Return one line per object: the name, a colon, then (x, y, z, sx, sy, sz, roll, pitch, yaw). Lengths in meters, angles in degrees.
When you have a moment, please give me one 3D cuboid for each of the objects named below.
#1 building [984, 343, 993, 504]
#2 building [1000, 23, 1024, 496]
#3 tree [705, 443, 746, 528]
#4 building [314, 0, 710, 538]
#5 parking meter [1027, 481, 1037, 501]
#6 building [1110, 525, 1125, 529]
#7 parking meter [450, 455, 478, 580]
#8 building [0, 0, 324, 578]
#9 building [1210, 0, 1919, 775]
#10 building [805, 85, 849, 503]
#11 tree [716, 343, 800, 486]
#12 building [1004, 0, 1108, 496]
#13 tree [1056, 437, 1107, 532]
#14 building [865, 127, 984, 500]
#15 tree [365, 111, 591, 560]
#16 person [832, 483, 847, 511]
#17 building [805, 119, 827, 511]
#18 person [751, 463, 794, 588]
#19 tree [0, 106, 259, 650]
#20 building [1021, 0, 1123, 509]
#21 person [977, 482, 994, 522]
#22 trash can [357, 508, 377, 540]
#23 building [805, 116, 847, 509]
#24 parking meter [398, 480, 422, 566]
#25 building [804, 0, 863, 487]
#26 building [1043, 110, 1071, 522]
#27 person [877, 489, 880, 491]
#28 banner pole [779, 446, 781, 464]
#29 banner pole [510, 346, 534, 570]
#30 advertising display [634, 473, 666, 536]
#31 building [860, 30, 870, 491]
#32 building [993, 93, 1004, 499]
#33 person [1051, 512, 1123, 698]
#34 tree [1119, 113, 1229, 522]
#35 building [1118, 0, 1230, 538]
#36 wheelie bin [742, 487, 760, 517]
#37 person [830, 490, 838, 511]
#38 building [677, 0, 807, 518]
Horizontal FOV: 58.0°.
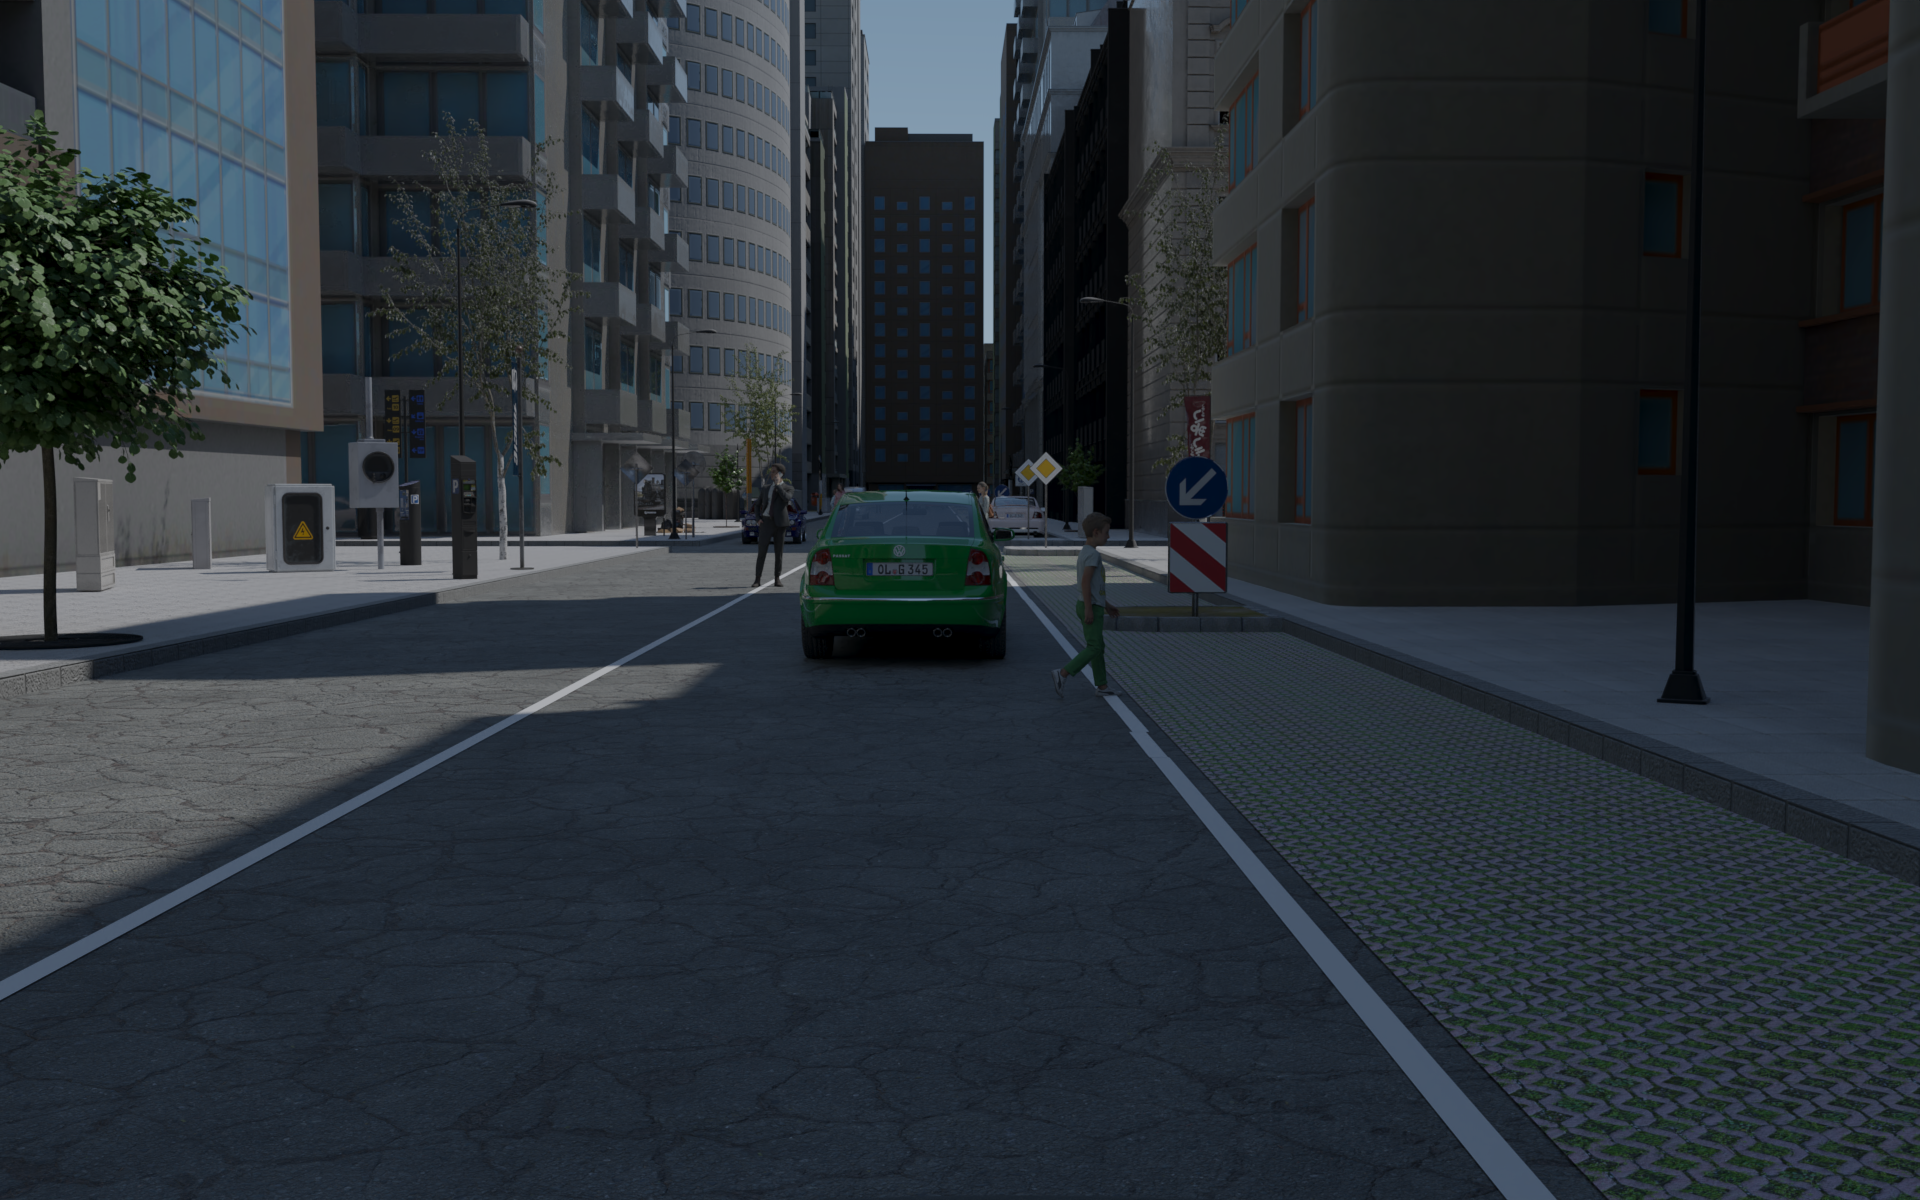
building: (17.518, -23.114, 222.953, 28.899, 21.520, 27.650, 0, 4, -1)
building: (10.959, -31.383, 163.229, 14.600, 45.320, 14.200, 0, 4, -1)
tree: (-8.808, -4.381, 66.228, 1.663, 3.219, 1.824, 0, 3, 0)
building: (-22.328, -27.135, 63.272, 23.786, 49.044, 30.456, 0, 4, -1)
parking meter: (3.141, -4.292, 75.883, 0.399, 1.863, 0.255, 1, 4, 16)
building: (11.340, -14.700, 70.024, 12.332, 23.373, 15.834, 0, 4, -1)
parking meter: (-7.473, -1.248, 26.113, 0.255, 1.863, 0.399, -3, 5, -42)
building: (-21.462, -23.304, 31.127, 14.200, 45.320, 14.600, 0, 4, -1)
building: (18.133, -10.318, 13.736, 27.650, 21.520, 28.899, 0, 4, -1)
building: (-18.263, -29.673, 168.741, 14.154, 41.232, 14.086, 0, 4, -1)
tree: (-9.569, -8.144, 83.515, 4.737, 8.622, 4.395, 0, 3, 0)
building: (15.773, -31.883, 140.887, 23.786, 49.044, 30.456, 0, 4, -1)
tree: (3.918, -3.926, 58.788, 1.663, 3.219, 1.824, 0, 3, 0)
building: (-4.321, -34.532, 214.707, 14.200, 45.320, 14.600, 0, 4, -1)
tree: (-8.997, -5.078, 33.395, 4.360, 8.622, 3.978, 0, 3, 0)
person: (-4.287, -3.265, 61.888, 0.555, 1.821, 0.388, 0, 4, 4)
building: (-17.657, -21.979, 131.056, 14.160, 30.474, 14.107, 0, 4, -1)
person: (-2.884, -1.152, 26.703, 0.648, 1.900, 0.474, 0, 4, 1)
tree: (-7.784, -1.896, 14.717, 4.285, 4.588, 4.351, 0, 3, 0)
building: (10.120, -20.271, 108.916, 11.434, 29.767, 29.804, 0, 4, -1)
person: (0.500, -1.778, 38.571, 0.522, 1.701, 0.512, -1, 4, -21)
trash can: (-16.713, -2.281, 48.946, 0.748, 1.137, 0.748, 0, 3, 0)
building: (-26.273, -27.999, 149.668, 32.217, 40.220, 23.993, 0, 4, -1)
parking meter: (-9.908, -1.394, 31.207, 0.372, 1.533, 0.369, 0, 3, 0)
building: (-21.407, -45.838, 187.709, 20.611, 71.187, 20.563, 0, 4, -1)
building: (10.786, -15.698, 86.340, 12.332, 23.373, 15.834, 0, 4, -1)
person: (-6.083, -7.373, 129.146, 1.348, 1.812, 0.705, 0, 4, 1)
banner pole: (-9.190, -6.030, 88.605, 0.401, 3.779, 0.863, -1, 4, -10)
banner pole: (-7.434, -2.391, 29.109, 0.401, 3.779, 0.863, 0, 4, -3)
advertising display: (-9.543, -2.941, 53.302, 0.974, 1.923, 0.123, 0, 4, 1)
building: (-25.585, -41.398, 218.848, 28.212, 58.520, 21.231, 0, 4, -1)
building: (10.993, -30.214, 177.586, 14.154, 41.232, 14.086, 0, 4, -1)
person: (0.890, 0.037, 12.151, 0.590, 1.304, 0.306, -2, 4, -25)
tree: (5.017, -5.148, 34.526, 4.360, 8.622, 3.978, 0, 3, 0)
building: (18.070, -15.780, 55.272, 25.104, 27.353, 12.463, 0, 4, -1)
wheelie bin: (-9.775, -4.484, 81.229, 0.980, 1.594, 0.693, -2, 4, -30)
person: (-4.717, -3.386, 65.672, 0.330, 1.601, 0.589, 1, 4, 23)
building: (-20.754, -34.274, 102.373, 21.231, 58.520, 28.212, 0, 4, -1)
